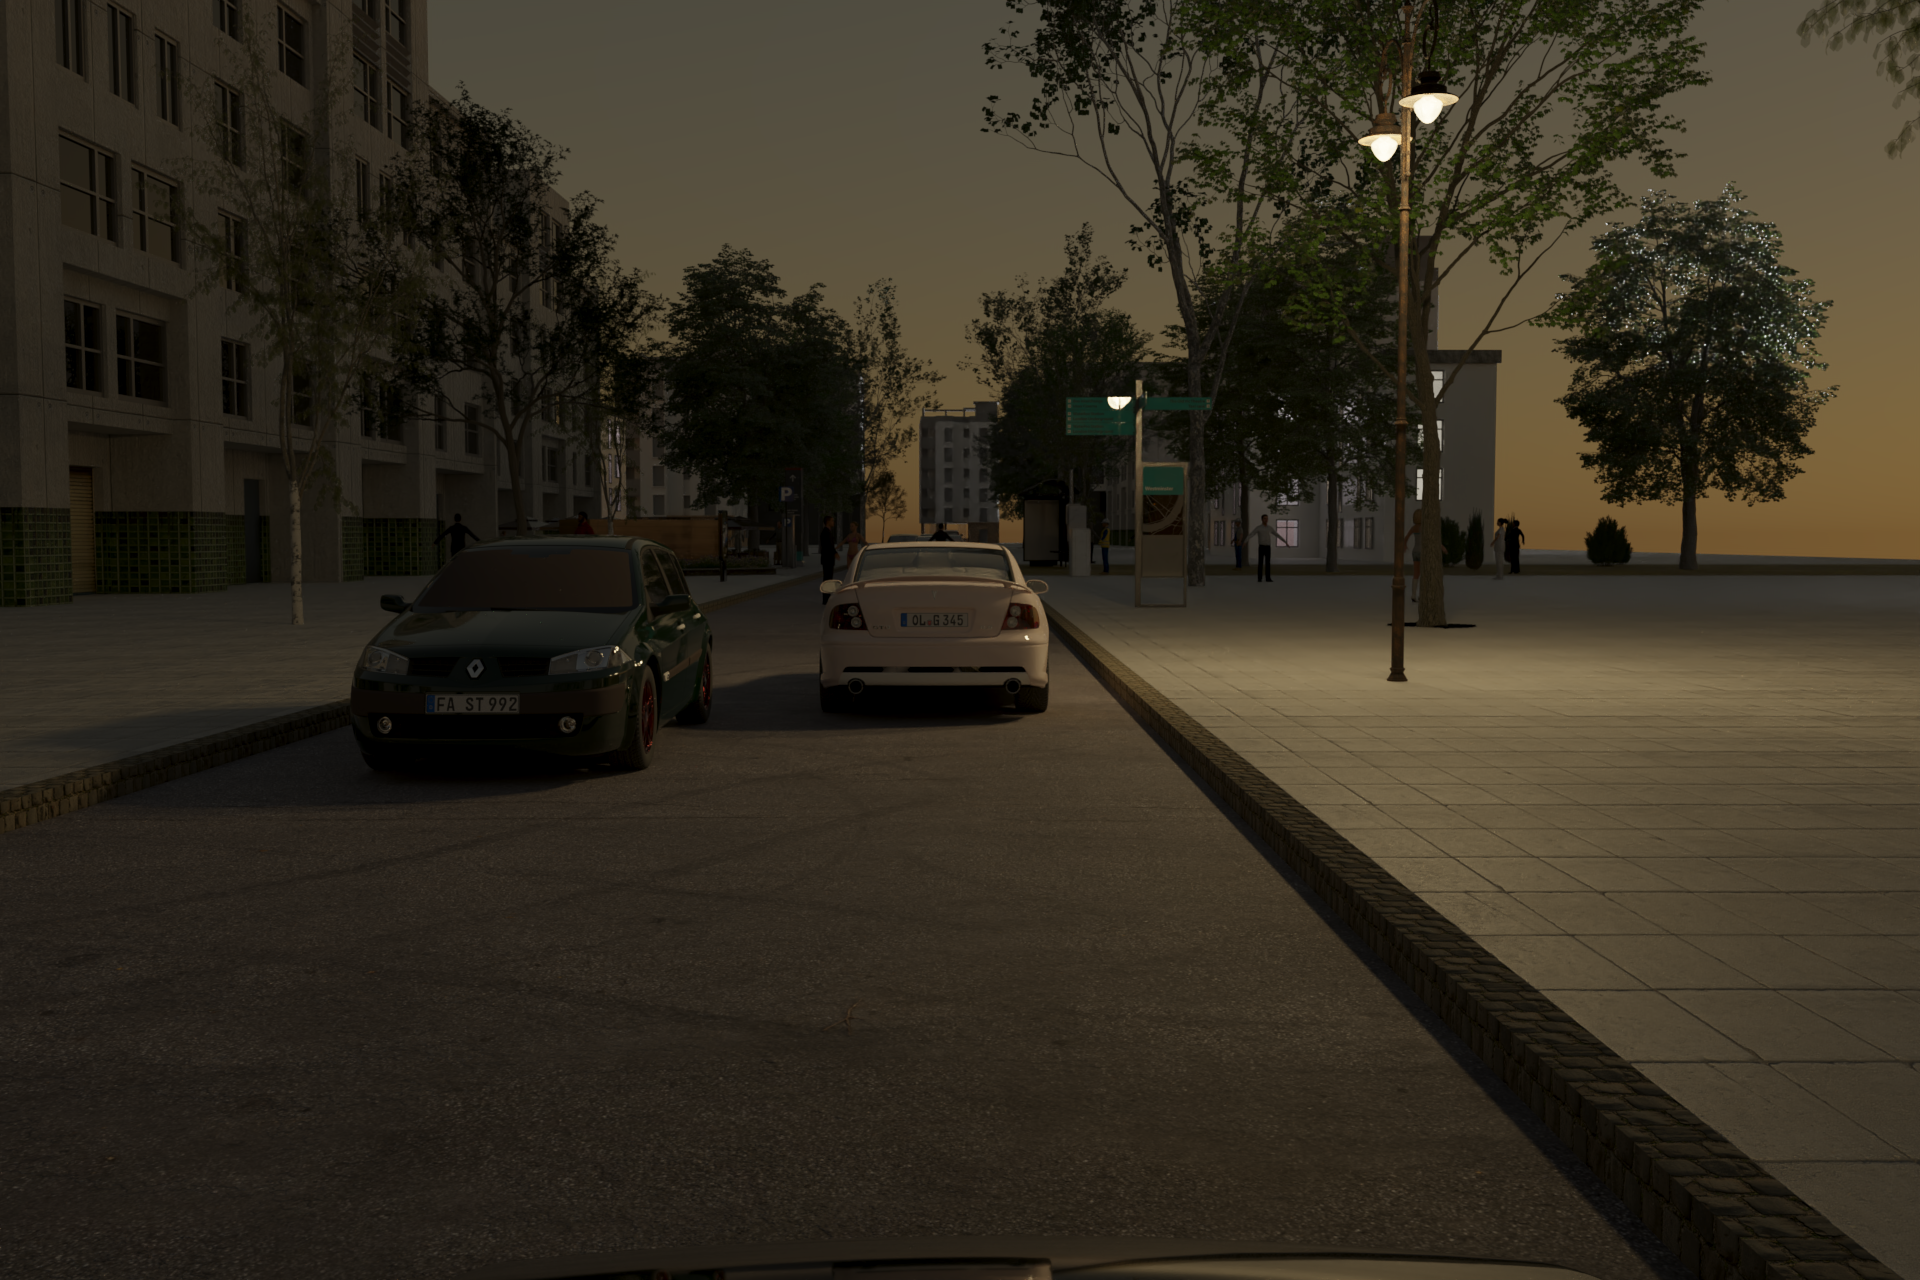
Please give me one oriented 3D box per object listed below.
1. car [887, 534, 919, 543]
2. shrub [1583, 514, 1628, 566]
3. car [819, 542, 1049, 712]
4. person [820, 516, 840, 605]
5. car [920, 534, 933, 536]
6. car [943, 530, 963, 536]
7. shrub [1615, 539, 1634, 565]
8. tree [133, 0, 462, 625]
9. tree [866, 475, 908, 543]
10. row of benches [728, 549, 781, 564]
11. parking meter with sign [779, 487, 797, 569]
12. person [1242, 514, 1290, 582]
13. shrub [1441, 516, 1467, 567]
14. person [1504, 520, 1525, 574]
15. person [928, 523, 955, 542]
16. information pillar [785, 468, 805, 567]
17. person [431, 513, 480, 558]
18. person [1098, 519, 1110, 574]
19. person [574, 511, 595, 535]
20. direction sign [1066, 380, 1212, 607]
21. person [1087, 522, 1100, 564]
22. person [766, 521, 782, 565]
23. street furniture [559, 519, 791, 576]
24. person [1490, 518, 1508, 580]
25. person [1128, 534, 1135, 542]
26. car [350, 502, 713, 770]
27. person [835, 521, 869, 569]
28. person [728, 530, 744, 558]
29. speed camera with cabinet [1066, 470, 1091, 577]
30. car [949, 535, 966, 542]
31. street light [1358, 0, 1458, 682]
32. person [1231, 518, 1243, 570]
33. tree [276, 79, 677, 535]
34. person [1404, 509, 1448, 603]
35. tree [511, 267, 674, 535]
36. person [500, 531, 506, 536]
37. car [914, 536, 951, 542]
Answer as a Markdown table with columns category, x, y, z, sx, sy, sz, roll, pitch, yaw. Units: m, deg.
| category | x | y | z | sx | sy | sz | roll | pitch | yaw |
| --- | --- | --- | --- | --- | --- | --- | --- | --- | --- |
| car | -2.242 | -3.656 | 70.006 | 2.015 | 1.641 | 3.980 | 0 | 4 | 0 |
| shrub | 25.716 | -3.969 | 68.938 | 1.661 | 2.075 | 1.752 | 0 | 3 | 0 |
| car | -0.229 | -0.182 | 15.330 | 2.083 | 1.381 | 4.827 | 0 | 4 | -1 |
| person | -2.643 | -1.615 | 35.086 | 0.704 | 1.802 | 1.346 | -1 | 4 | -13 |
| car | -2.136 | -6.594 | 119.613 | 2.131 | 1.459 | 4.920 | 0 | 4 | 0 |
| car | -0.878 | -8.979 | 155.482 | 2.281 | 1.827 | 5.304 | 0 | 4 | -1 |
| shrub | 27.786 | -3.773 | 72.810 | 1.383 | 1.207 | 1.383 | 0 | 3 | 0 |
| tree | -9.652 | -4.524 | 24.327 | 4.360 | 8.622 | 3.978 | 0 | 3 | 0 |
| tree | -10.880 | -19.343 | 250.673 | 7.601 | 10.594 | 8.767 | 0 | 4 | 6 |
| row of benches | -8.595 | -3.539 | 73.320 | 4.104 | 0.672 | 1.422 | 1 | 4 | 11 |
| parking meter with sign | -6.370 | -4.170 | 64.441 | 0.543 | 3.016 | 1.738 | 0 | 3 | 0 |
| person | 8.161 | -2.458 | 46.349 | 1.344 | 1.810 | 0.704 | -1 | 4 | -12 |
| shrub | 18.902 | -3.847 | 67.324 | 1.690 | 2.028 | 1.600 | 0 | 3 | 0 |
| person | 17.884 | -3.014 | 56.004 | 1.216 | 1.740 | 0.721 | -3 | 4 | -36 |
| person | -0.616 | -3.059 | 58.609 | 1.346 | 1.812 | 0.704 | 2 | 4 | 27 |
| information pillar | -6.502 | -4.805 | 67.943 | 0.750 | 3.857 | 0.750 | 0 | 4 | 1 |
| person | -13.158 | -2.408 | 45.413 | 1.345 | 1.823 | 0.704 | -1 | 4 | -18 |
| person | 4.553 | -2.981 | 55.197 | 0.721 | 1.772 | 1.216 | 1 | 4 | 13 |
| person | -8.860 | -2.111 | 40.617 | 0.704 | 1.816 | 1.345 | -3 | 5 | -43 |
| direction sign | 3.106 | -2.500 | 29.644 | 2.525 | 3.948 | 1.411 | 0 | 4 | 0 |
| person | 5.674 | -4.229 | 75.278 | 0.705 | 1.813 | 1.348 | -3 | 4 | -38 |
| person | -7.399 | -3.956 | 70.946 | 1.348 | 1.796 | 0.705 | 3 | 5 | 40 |
| street furniture | -9.177 | -2.925 | 54.675 | 11.010 | 1.723 | 9.812 | -3 | 5 | -41 |
| person | 15.094 | -2.565 | 48.701 | 0.721 | 1.739 | 1.217 | 2 | 4 | 29 |
| person | 8.841 | -4.797 | 84.621 | 1.347 | 1.806 | 0.705 | -2 | 4 | -29 |
| car | -2.748 | -0.120 | 11.751 | 2.009 | 1.686 | 4.222 | 0 | 4 | 0 |
| person | -2.570 | -1.947 | 41.086 | 1.217 | 1.733 | 0.721 | 2 | 4 | 35 |
| person | -10.029 | -4.398 | 78.086 | 0.705 | 1.806 | 1.347 | 1 | 4 | 23 |
| speed camera with cabinet | 3.608 | -3.564 | 52.601 | 0.660 | 3.252 | 2.038 | 0 | 4 | 0 |
| car | -0.574 | -7.443 | 134.062 | 2.083 | 1.381 | 4.827 | 0 | 4 | -1 |
| street light | 3.815 | -2.578 | 14.935 | 0.468 | 5.910 | 1.993 | 0 | 4 | 0 |
| person | 9.815 | -3.388 | 61.255 | 0.705 | 1.847 | 1.347 | 0 | 4 | -3 |
| tree | -9.315 | -6.208 | 35.913 | 7.601 | 10.594 | 8.767 | 2 | 4 | 26 |
| person | 8.663 | -1.575 | 32.364 | 0.721 | 1.753 | 1.214 | -2 | 4 | -24 |
| tree | -9.157 | -5.857 | 46.132 | 4.360 | 8.622 | 3.978 | 0 | 3 | 0 |
| person | -18.999 | -3.865 | 72.457 | 0.599 | 1.433 | 0.991 | -3 | 4 | -37 |
| car | -0.978 | -3.111 | 63.228 | 2.083 | 1.381 | 4.827 | 0 | 4 | -1 |
